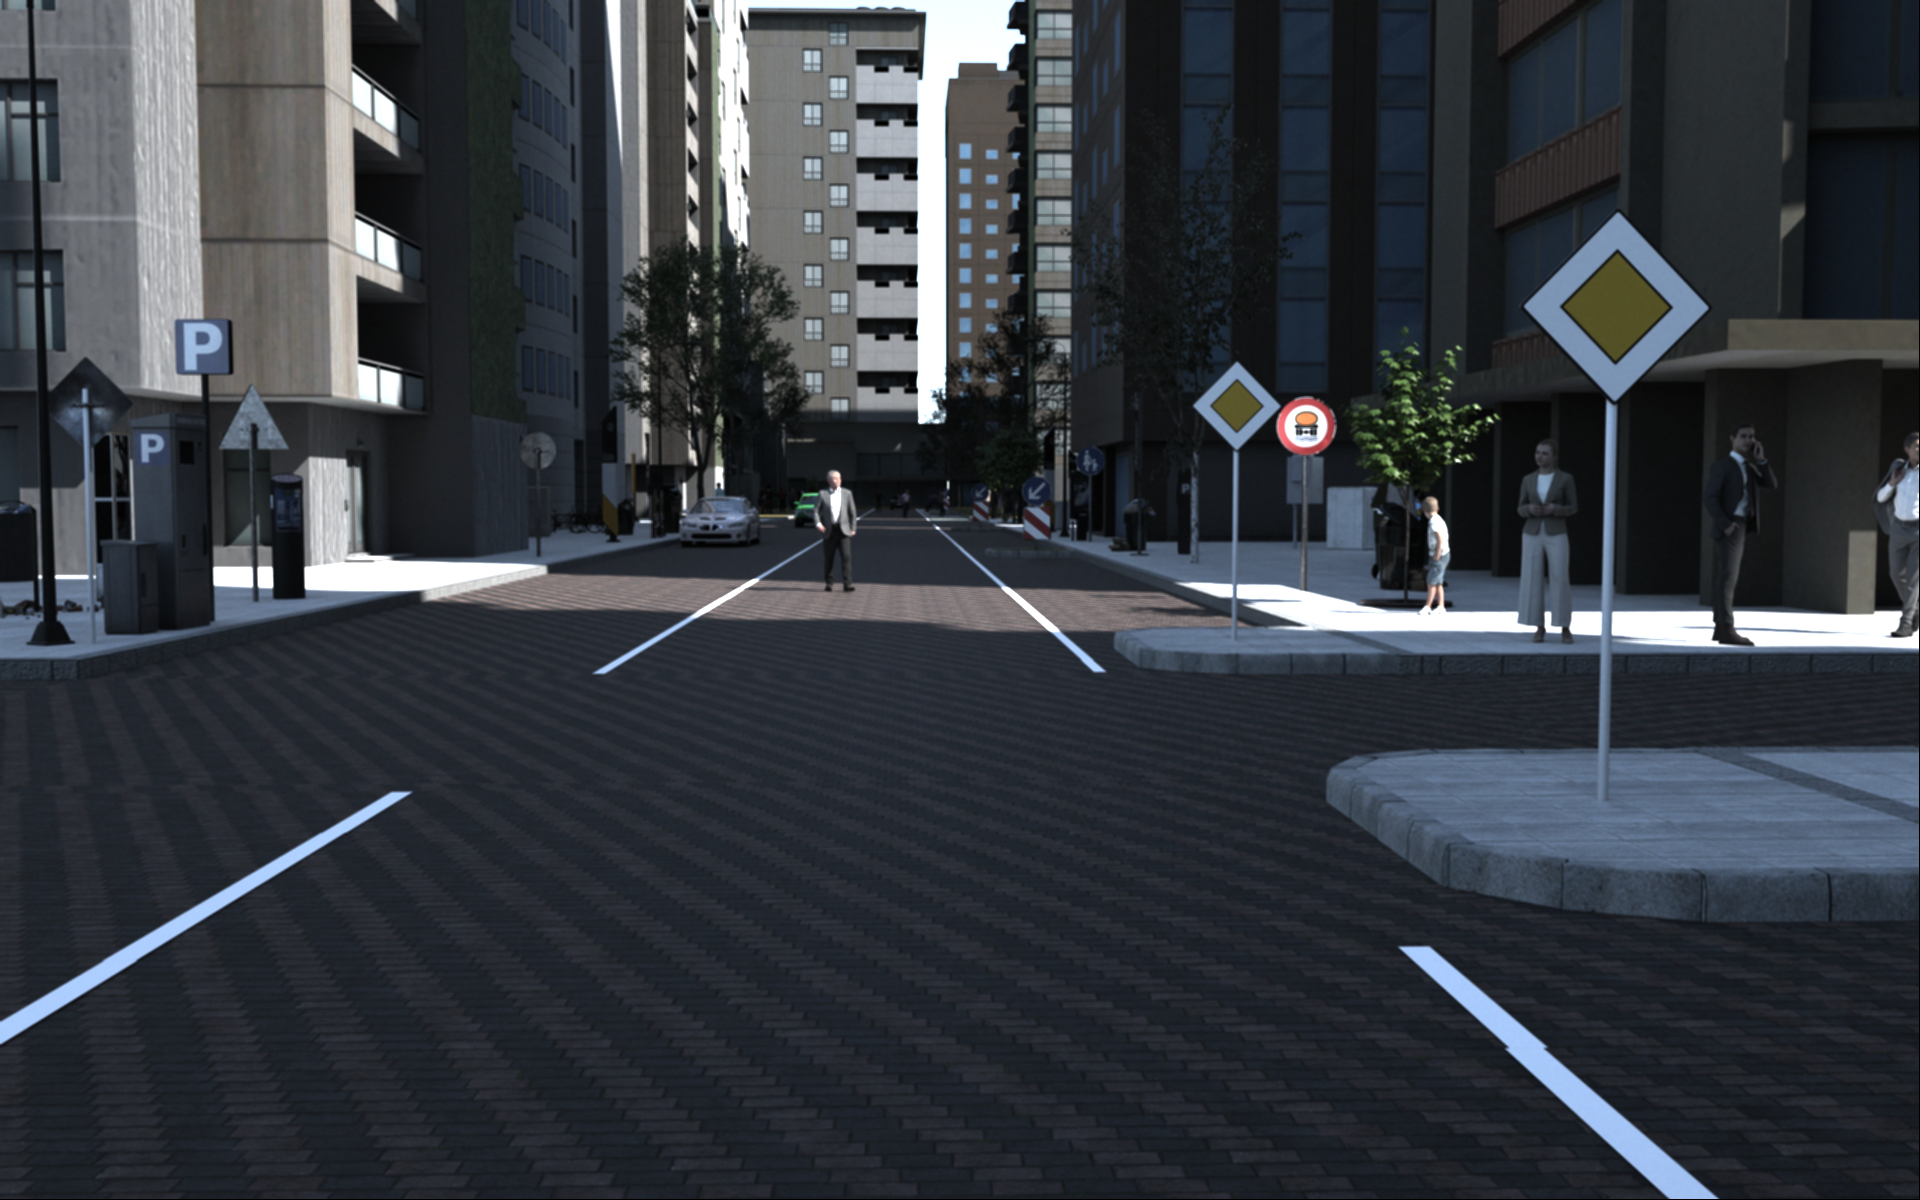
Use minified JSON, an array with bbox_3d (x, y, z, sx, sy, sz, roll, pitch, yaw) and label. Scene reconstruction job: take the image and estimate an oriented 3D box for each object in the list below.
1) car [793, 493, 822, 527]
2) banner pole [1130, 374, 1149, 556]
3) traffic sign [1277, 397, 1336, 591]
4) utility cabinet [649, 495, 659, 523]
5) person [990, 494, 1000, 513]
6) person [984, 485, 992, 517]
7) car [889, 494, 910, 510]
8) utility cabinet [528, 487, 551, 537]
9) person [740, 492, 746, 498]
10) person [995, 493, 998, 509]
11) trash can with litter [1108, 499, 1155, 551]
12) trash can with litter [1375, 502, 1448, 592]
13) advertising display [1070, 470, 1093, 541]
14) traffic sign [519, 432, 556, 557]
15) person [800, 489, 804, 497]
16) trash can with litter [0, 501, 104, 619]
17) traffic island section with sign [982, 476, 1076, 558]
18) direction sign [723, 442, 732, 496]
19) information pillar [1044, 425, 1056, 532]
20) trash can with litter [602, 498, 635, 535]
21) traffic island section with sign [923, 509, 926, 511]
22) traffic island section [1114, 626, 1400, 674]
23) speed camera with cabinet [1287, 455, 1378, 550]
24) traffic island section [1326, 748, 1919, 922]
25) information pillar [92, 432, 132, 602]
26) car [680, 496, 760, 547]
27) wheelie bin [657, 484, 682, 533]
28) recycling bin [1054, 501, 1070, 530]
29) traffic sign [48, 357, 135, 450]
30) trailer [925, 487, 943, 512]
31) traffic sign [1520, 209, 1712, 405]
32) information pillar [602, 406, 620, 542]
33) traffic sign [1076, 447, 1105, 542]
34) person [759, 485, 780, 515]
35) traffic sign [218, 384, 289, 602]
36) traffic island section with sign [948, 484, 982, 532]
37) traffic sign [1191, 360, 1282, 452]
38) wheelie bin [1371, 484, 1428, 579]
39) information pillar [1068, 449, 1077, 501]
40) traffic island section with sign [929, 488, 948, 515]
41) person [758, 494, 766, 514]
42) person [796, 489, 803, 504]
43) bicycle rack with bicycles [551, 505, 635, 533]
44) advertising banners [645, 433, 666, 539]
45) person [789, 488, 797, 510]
[{"bbox_3d":[-6.280,-4.107,75.939,1.959,1.807,4.718,0,4,-2],"label":"car"},{"bbox_3d":[3.690,-2.810,35.963,0.401,3.779,0.863,1,4,18],"label":"banner pole"},{"bbox_3d":[4.542,-1.388,22.800,0.768,2.556,0.104,0,4,5],"label":"traffic sign"},{"bbox_3d":[-14.959,-4.597,86.315,1.020,1.237,0.306,0,4,-7],"label":"utility cabinet"},{"bbox_3d":[2.325,-6.634,115.036,0.721,1.766,1.217,2,4,33],"label":"person"},{"bbox_3d":[1.512,-5.609,97.745,0.705,1.824,1.348,2,4,30],"label":"person"},{"bbox_3d":[-5.433,-8.950,156.119,2.009,1.686,4.222,0,4,-1],"label":"car"},{"bbox_3d":[-12.779,-2.615,51.442,1.173,1.500,0.318,0,4,7],"label":"utility cabinet"},{"bbox_3d":[-16.995,-7.719,135.487,0.421,1.427,0.697,-2,4,-27],"label":"person"},{"bbox_3d":[2.996,-8.531,146.318,0.721,1.735,1.217,0,4,-5],"label":"person"},{"bbox_3d":[3.857,-1.688,38.988,0.624,1.170,1.055,3,5,44],"label":"trash can with litter"},{"bbox_3d":[6.060,-0.718,23.133,0.624,1.170,1.055,-2,4,-34],"label":"trash can with litter"},{"bbox_3d":[3.352,-2.598,47.698,0.123,1.923,0.974,3,4,38],"label":"advertising display"},{"bbox_3d":[-8.646,-2.163,35.471,0.768,2.556,0.104,0,4,2],"label":"traffic sign"},{"bbox_3d":[-14.490,-9.266,158.476,0.756,1.711,0.436,-3,5,-43],"label":"person"},{"bbox_3d":[-9.862,-0.476,18.843,1.678,1.210,2.233,2,4,30],"label":"trash can with litter"},{"bbox_3d":[1.598,-1.907,39.808,1.989,1.847,2.006,0,4,-2],"label":"traffic island section with sign"},{"bbox_3d":[-10.117,-5.103,75.432,0.379,3.537,0.876,-2,4,-30],"label":"direction sign"},{"bbox_3d":[3.029,-4.112,58.593,0.504,3.616,0.183,-3,5,-44],"label":"information pillar"},{"bbox_3d":[-10.721,-2.627,54.340,1.055,1.170,0.624,1,4,18],"label":"trash can with litter"},{"bbox_3d":[-2.071,-8.288,144.133,1.989,1.847,2.006,0,4,-2],"label":"traffic island section with sign"},{"bbox_3d":[2.455,0.432,15.224,2.009,0.180,2.903,0,4,-2],"label":"traffic island section"},{"bbox_3d":[8.603,-2.800,40.111,2.038,3.252,0.660,3,5,41],"label":"speed camera with cabinet"},{"bbox_3d":[2.735,0.920,7.244,2.009,0.180,2.903,0,4,-2],"label":"traffic island section"},{"bbox_3d":[-10.131,-0.992,20.709,0.304,2.012,0.304,1,4,13],"label":"information pillar"},{"bbox_3d":[-6.705,-2.229,48.799,2.083,1.381,4.827,0,4,-1],"label":"car"},{"bbox_3d":[-9.547,-3.003,57.013,0.693,1.594,0.980,2,4,25],"label":"wheelie bin"},{"bbox_3d":[3.465,-2.998,61.570,0.722,1.027,0.722,-1,4,-18],"label":"recycling bin"},{"bbox_3d":[-7.457,-0.772,14.815,0.795,2.593,0.064,0,4,-2],"label":"traffic sign"},{"bbox_3d":[-1.979,-7.889,136.036,1.471,1.999,3.904,0,4,-2],"label":"trailer"},{"bbox_3d":[2.712,-0.304,7.160,0.795,2.593,0.064,0,4,-2],"label":"traffic sign"},{"bbox_3d":[-9.323,-3.352,46.159,0.504,3.616,0.183,2,4,31],"label":"information pillar"},{"bbox_3d":[3.509,-2.845,46.621,0.768,2.556,0.104,0,4,6],"label":"traffic sign"},{"bbox_3d":[-11.668,-6.135,105.975,1.348,1.869,0.705,1,4,9],"label":"person"},{"bbox_3d":[-8.390,-1.257,20.561,0.884,2.594,0.081,0,4,6],"label":"traffic sign"},{"bbox_3d":[0.651,-3.555,66.746,1.989,1.847,2.006,0,4,-2],"label":"traffic island section with sign"},{"bbox_3d":[2.432,-0.792,15.140,0.795,2.593,0.064,0,4,-2],"label":"traffic sign"},{"bbox_3d":[6.619,-1.112,26.088,0.693,1.594,0.980,-3,5,-43],"label":"wheelie bin"},{"bbox_3d":[5.878,-6.068,90.563,0.504,3.616,0.183,2,4,24],"label":"information pillar"},{"bbox_3d":[-1.121,-6.640,117.195,1.989,1.847,2.006,0,4,-2],"label":"traffic island section with sign"},{"bbox_3d":[-12.396,-6.115,109.253,0.697,1.427,0.421,1,4,10],"label":"person"},{"bbox_3d":[-14.123,-8.940,152.735,1.217,1.766,0.721,1,4,17],"label":"person"},{"bbox_3d":[-12.217,-2.702,57.563,2.925,0.926,2.852,0,4,7],"label":"bicycle rack with bicycles"},{"bbox_3d":[-8.890,-3.316,50.411,0.090,3.025,2.074,0,4,5],"label":"advertising banners"},{"bbox_3d":[-13.845,-8.333,142.813,0.617,1.759,0.750,1,4,10],"label":"person"}]
